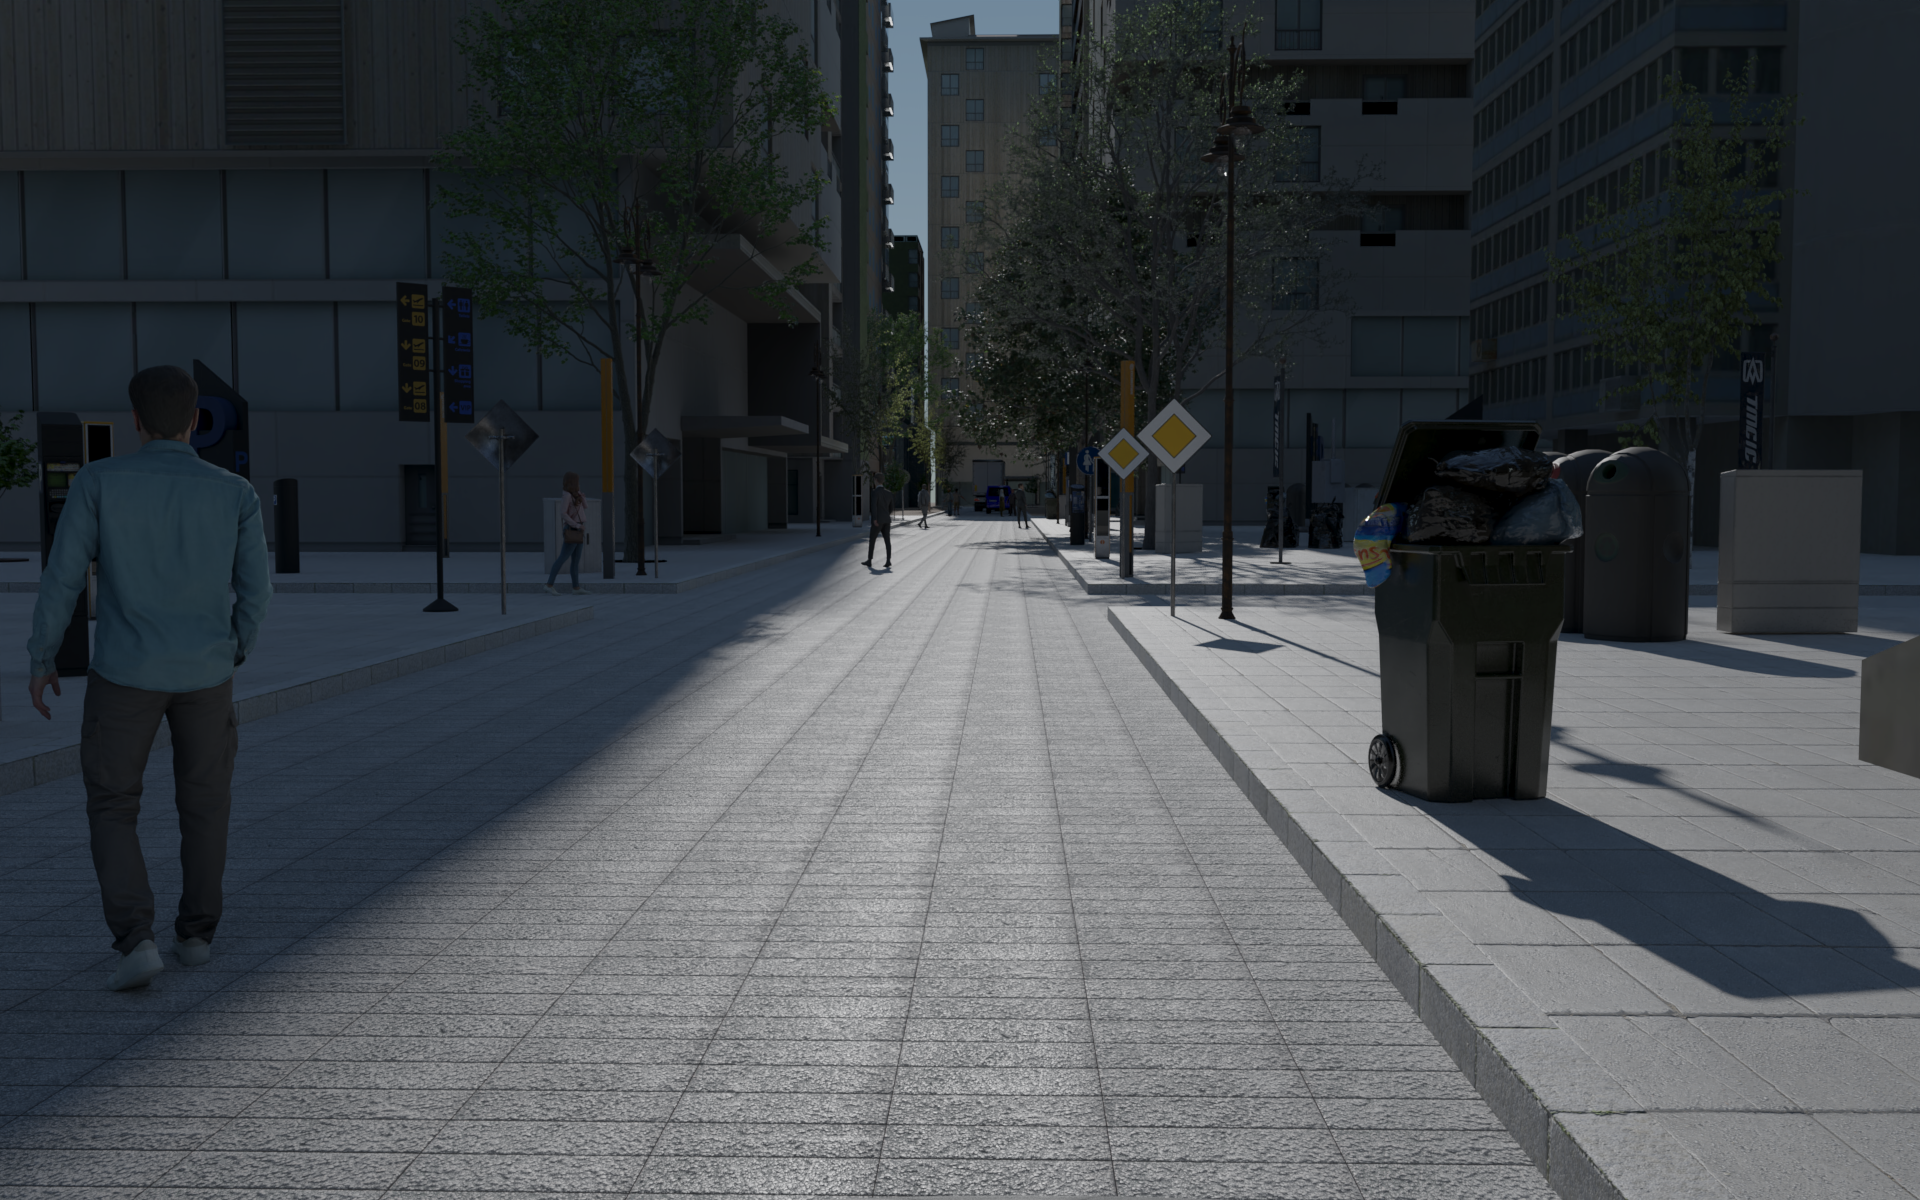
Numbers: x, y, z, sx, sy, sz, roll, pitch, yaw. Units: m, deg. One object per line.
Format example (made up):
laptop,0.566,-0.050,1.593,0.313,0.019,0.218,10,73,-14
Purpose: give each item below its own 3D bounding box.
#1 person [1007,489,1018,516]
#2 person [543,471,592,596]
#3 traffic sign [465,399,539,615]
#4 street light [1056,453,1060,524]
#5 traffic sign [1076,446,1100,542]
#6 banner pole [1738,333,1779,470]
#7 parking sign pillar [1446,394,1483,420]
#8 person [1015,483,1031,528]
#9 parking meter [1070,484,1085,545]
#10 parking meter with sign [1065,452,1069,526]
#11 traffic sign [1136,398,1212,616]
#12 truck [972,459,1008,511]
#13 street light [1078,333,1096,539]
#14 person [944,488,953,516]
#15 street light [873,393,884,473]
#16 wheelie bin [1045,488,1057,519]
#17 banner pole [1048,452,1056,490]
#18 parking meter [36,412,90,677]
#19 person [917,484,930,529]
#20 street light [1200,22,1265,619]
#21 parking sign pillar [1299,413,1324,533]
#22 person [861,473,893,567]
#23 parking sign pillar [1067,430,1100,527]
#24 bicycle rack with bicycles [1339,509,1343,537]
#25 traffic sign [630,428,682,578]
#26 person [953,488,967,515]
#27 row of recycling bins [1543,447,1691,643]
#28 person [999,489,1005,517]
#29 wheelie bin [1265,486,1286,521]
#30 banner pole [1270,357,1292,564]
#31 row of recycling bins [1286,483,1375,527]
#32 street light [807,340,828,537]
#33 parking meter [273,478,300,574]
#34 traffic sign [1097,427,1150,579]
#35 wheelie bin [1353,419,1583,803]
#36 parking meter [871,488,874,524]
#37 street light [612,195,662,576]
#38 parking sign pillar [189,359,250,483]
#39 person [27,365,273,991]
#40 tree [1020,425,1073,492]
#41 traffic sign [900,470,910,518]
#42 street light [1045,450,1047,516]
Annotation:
person,3.412,-6.315,112.299,0.990,1.755,0.434,3,5,39
person,-5.577,-0.946,24.565,0.643,1.750,0.593,0,4,-4
traffic sign,-4.855,-0.902,18.383,0.795,2.450,0.064,0,4,2
street light,4.217,-6.214,74.387,0.468,5.910,1.993,0,4,2
traffic sign,3.497,-2.829,46.367,0.768,2.556,0.104,0,4,8
banner pole,12.427,-2.258,26.936,0.863,3.779,0.401,-1,4,-17
parking sign pillar,13.490,-3.583,47.062,1.447,3.967,1.447,1,4,13
person,2.643,-4.003,73.316,0.648,1.900,0.474,3,5,41
parking meter,2.949,-2.145,43.475,0.372,1.533,0.369,0,3,0
parking meter with sign,4.489,-4.519,70.147,0.543,3.016,1.738,0,4,6
traffic sign,2.236,-0.888,18.162,0.795,2.450,0.064,0,4,2
truck,2.520,-9.596,145.813,2.839,4.237,11.283,0,4,3
street light,3.582,-4.664,49.037,0.468,5.910,1.993,0,4,2
person,-0.703,-6.378,112.866,0.705,1.814,1.350,-1,4,-23
street light,-3.585,-6.414,77.658,0.468,5.910,1.993,0,4,2
wheelie bin,4.670,-4.939,88.655,0.693,1.594,0.980,0,4,-2
banner pole,5.044,-6.492,96.164,0.401,3.779,0.863,-2,4,-34
parking meter,-6.322,-0.397,12.209,0.255,1.863,0.399,-2,4,-33
person,-1.486,-3.881,72.048,0.679,1.850,0.850,3,5,41
street light,2.745,-2.743,17.636,0.468,5.910,1.993,0,4,2
parking sign pillar,11.903,-4.261,58.139,1.447,3.967,1.447,1,4,19
person,-1.619,-1.573,33.997,0.659,1.850,0.755,-3,5,-41
parking sign pillar,4.882,-4.809,67.094,1.447,3.967,1.447,2,4,34
bicycle rack with bicycles,11.545,-2.262,50.372,2.852,0.926,2.925,-1,4,-18
traffic sign,-4.629,-1.390,26.365,0.795,2.450,0.064,0,4,2
person,-0.218,-6.688,117.852,1.348,1.824,0.705,1,4,18
row of recycling bins,5.791,-0.583,16.646,1.069,1.692,3.534,-1,4,-10
person,2.731,-6.132,109.481,0.721,1.736,1.217,0,4,3
wheelie bin,12.474,-3.694,68.311,0.980,1.594,0.693,1,4,20
banner pole,5.882,-2.566,31.976,0.401,3.779,0.863,0,4,-4
row of recycling bins,14.154,-3.593,65.853,3.534,1.692,1.069,-1,4,-11
street light,-4.270,-4.849,52.064,0.468,5.910,1.993,0,4,2
parking meter,-10.903,-1.201,28.041,0.372,1.533,0.369,0,3,0
traffic sign,2.462,-1.376,26.144,0.795,2.450,0.064,0,4,2
wheelie bin,2.203,0.030,7.412,0.980,1.594,0.693,-1,4,-12
parking meter,-3.578,-3.960,73.150,0.372,1.533,0.369,0,3,0
street light,-5.030,-3.326,27.161,0.468,5.910,1.993,0,4,2
parking sign pillar,-14.723,-2.804,34.324,1.447,3.967,1.447,2,4,24
person,-2.387,0.206,5.153,0.660,1.820,0.620,-3,4,-37
tree,5.617,-9.400,104.048,4.360,8.622,3.978,0,3,0
traffic sign,-2.962,-5.484,89.762,0.768,2.556,0.104,0,4,4
street light,4.953,-7.747,99.449,0.468,5.910,1.993,0,4,2
